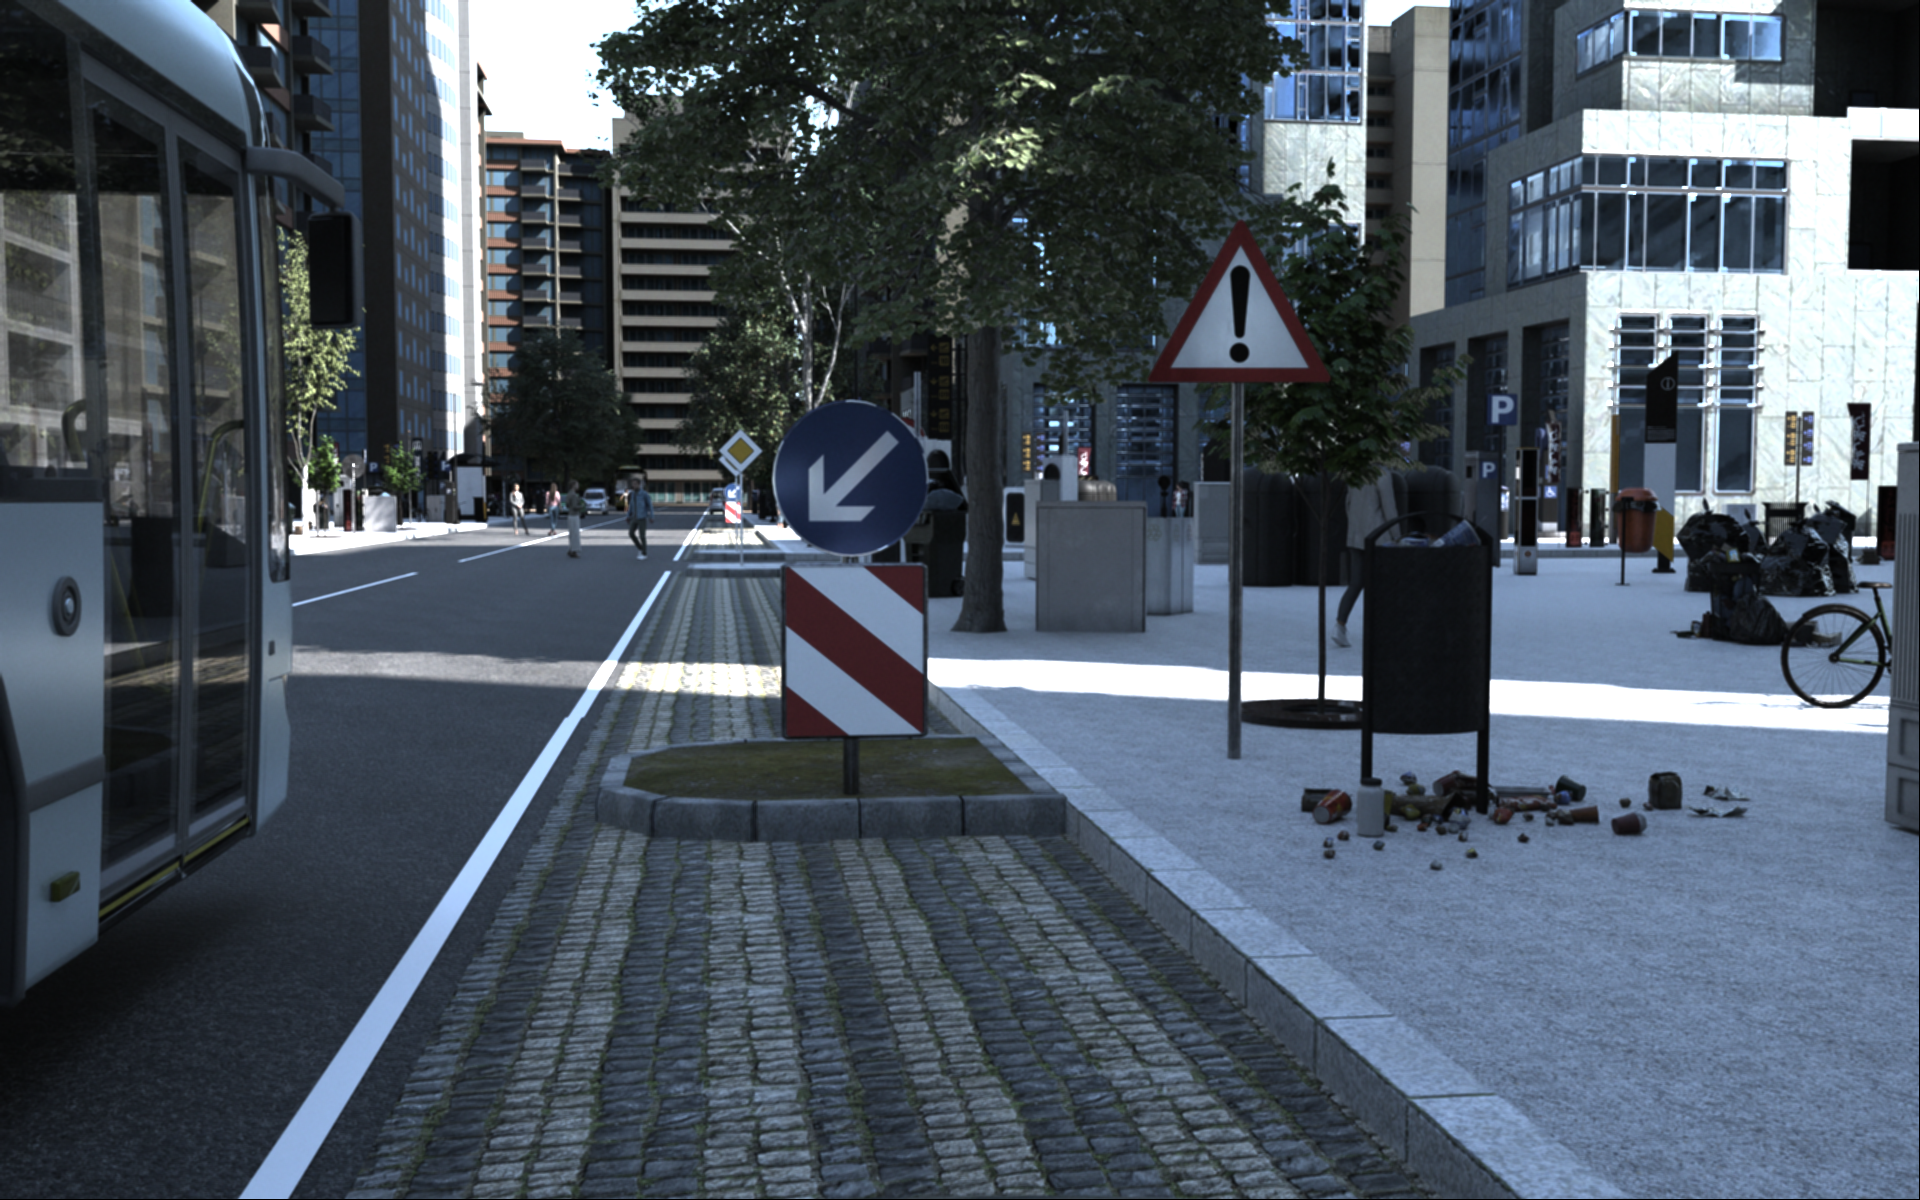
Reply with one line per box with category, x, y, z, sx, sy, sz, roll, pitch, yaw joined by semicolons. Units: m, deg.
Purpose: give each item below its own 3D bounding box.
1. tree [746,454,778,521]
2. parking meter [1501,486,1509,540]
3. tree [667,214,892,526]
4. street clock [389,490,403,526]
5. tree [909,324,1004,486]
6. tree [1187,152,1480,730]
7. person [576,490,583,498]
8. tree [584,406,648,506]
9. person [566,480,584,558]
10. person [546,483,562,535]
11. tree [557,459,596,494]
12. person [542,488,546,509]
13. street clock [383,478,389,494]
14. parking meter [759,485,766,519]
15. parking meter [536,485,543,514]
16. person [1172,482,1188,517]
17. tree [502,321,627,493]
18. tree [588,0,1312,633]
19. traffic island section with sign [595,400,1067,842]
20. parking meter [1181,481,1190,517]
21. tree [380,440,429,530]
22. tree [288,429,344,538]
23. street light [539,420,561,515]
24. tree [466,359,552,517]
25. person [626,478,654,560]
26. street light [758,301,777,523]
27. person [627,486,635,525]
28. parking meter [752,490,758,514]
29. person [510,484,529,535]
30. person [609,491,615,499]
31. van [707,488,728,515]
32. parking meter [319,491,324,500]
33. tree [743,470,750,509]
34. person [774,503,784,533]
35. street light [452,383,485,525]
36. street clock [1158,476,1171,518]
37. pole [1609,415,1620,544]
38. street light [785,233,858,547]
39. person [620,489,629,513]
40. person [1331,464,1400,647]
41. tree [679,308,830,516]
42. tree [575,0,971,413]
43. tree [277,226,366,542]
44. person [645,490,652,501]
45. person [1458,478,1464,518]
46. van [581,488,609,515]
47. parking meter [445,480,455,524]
tree;-8.691;-6.034;82.363;4.285;4.588;4.351;0;3;0
parking meter;15.123;-2.443;48.349;0.372;1.533;0.369;0;3;0
tree;-7.062;-9.375;70.288;9.611;12.733;9.660;0;3;0
street clock;-22.808;-4.031;70.469;0.471;2.002;0.358;1;4;20
tree;0.094;-7.481;72.678;4.360;8.622;3.978;0;3;0
tree;2.199;-0.935;9.886;1.663;3.219;1.824;0;3;0
person;-36.924;-9.844;167.713;0.721;1.735;1.217;2;4;27
tree;-37.552;-15.947;186.488;9.928;11.665;9.643;0;3;0
person;-8.667;-1.835;39.053;0.362;1.759;0.519;-2;4;-30
person;-14.066;-3.150;60.015;0.555;1.821;0.388;-1;4;-18
tree;-31.347;-9.696;142.236;4.285;4.588;4.351;0;3;0
person;-35.563;-8.698;148.115;0.709;1.838;0.599;3;4;36
street clock;-24.153;-4.201;73.248;0.471;2.002;0.358;2;4;29
parking meter;-10.042;-5.032;87.977;0.255;1.863;0.399;-2;4;-29
parking meter;-26.825;-6.406;110.456;0.399;1.863;0.255;1;4;12
person;7.966;-3.407;62.579;0.563;1.720;0.643;2;4;34
tree;-28.678;-13.449;126.538;9.857;13.997;8.962;0;3;0
tree;0.179;-6.004;16.298;7.486;12.596;7.792;0;3;0
traffic island section with sign;-0.665;0.035;8.063;1.989;1.847;2.006;0;4;-8
parking meter;9.734;-4.223;74.757;0.399;1.863;0.255;1;4;10
tree;-19.873;-4.121;61.979;1.663;3.219;1.824;0;3;0
tree;-18.615;-3.438;50.811;1.663;3.219;1.824;0;3;0
street light;-25.552;-8.284;107.980;1.470;5.913;1.316;0;4;-8
tree;-24.817;-8.845;94.979;4.360;8.622;3.978;0;3;0
person;-6.996;-1.777;37.904;0.601;1.785;0.444;3;4;36
street light;-4.094;-4.241;41.885;1.470;5.913;1.316;0;4;-8
person;-15.282;-4.428;80.867;0.822;1.834;0.622;-3;5;-41
parking meter;-13.129;-6.268;110.892;0.372;1.533;0.369;0;3;0
person;-15.354;-3.155;60.354;0.573;1.790;0.520;2;4;33
person;-38.557;-11.284;192.952;0.705;1.831;1.348;3;5;45
van;-16.737;-7.004;121.523;2.013;2.044;4.112;0;4;-8
parking meter;-30.253;-4.502;82.012;0.372;1.533;0.369;0;3;0
tree;-17.737;-12.004;146.632;4.737;8.622;4.395;0;3;0
person;-5.990;-2.852;57.361;0.332;1.250;0.352;-2;4;-33
street light;-20.494;-6.099;72.261;1.470;5.913;1.316;0;4;-8
street clock;8.023;-3.878;67.980;0.471;2.002;0.358;1;4;23
pole;16.839;-3.102;44.560;0.158;3.312;0.155;0;3;0
street light;-2.393;-3.571;30.926;1.470;5.913;1.316;0;4;-8
person;-24.966;-7.415;129.738;0.705;1.824;1.348;3;5;41
person;3.407;-0.511;14.585;0.728;1.800;0.709;-2;4;-26
tree;-11.582;-11.747;102.430;12.009;13.543;11.850;0;3;0
tree;-5.329;-12.027;52.530;12.611;20.169;13.585;0;3;0
tree;-17.817;-5.883;46.555;4.737;8.622;4.395;0;3;0
person;-22.431;-6.996;123.408;1.217;1.766;0.721;2;4;32
person;10.497;-1.706;36.576;0.709;1.800;0.728;1;4;12
van;-25.018;-6.829;118.668;2.013;2.044;4.112;-1;4;-8
parking meter;-21.799;-4.184;74.120;0.399;1.863;0.255;1;4;8
